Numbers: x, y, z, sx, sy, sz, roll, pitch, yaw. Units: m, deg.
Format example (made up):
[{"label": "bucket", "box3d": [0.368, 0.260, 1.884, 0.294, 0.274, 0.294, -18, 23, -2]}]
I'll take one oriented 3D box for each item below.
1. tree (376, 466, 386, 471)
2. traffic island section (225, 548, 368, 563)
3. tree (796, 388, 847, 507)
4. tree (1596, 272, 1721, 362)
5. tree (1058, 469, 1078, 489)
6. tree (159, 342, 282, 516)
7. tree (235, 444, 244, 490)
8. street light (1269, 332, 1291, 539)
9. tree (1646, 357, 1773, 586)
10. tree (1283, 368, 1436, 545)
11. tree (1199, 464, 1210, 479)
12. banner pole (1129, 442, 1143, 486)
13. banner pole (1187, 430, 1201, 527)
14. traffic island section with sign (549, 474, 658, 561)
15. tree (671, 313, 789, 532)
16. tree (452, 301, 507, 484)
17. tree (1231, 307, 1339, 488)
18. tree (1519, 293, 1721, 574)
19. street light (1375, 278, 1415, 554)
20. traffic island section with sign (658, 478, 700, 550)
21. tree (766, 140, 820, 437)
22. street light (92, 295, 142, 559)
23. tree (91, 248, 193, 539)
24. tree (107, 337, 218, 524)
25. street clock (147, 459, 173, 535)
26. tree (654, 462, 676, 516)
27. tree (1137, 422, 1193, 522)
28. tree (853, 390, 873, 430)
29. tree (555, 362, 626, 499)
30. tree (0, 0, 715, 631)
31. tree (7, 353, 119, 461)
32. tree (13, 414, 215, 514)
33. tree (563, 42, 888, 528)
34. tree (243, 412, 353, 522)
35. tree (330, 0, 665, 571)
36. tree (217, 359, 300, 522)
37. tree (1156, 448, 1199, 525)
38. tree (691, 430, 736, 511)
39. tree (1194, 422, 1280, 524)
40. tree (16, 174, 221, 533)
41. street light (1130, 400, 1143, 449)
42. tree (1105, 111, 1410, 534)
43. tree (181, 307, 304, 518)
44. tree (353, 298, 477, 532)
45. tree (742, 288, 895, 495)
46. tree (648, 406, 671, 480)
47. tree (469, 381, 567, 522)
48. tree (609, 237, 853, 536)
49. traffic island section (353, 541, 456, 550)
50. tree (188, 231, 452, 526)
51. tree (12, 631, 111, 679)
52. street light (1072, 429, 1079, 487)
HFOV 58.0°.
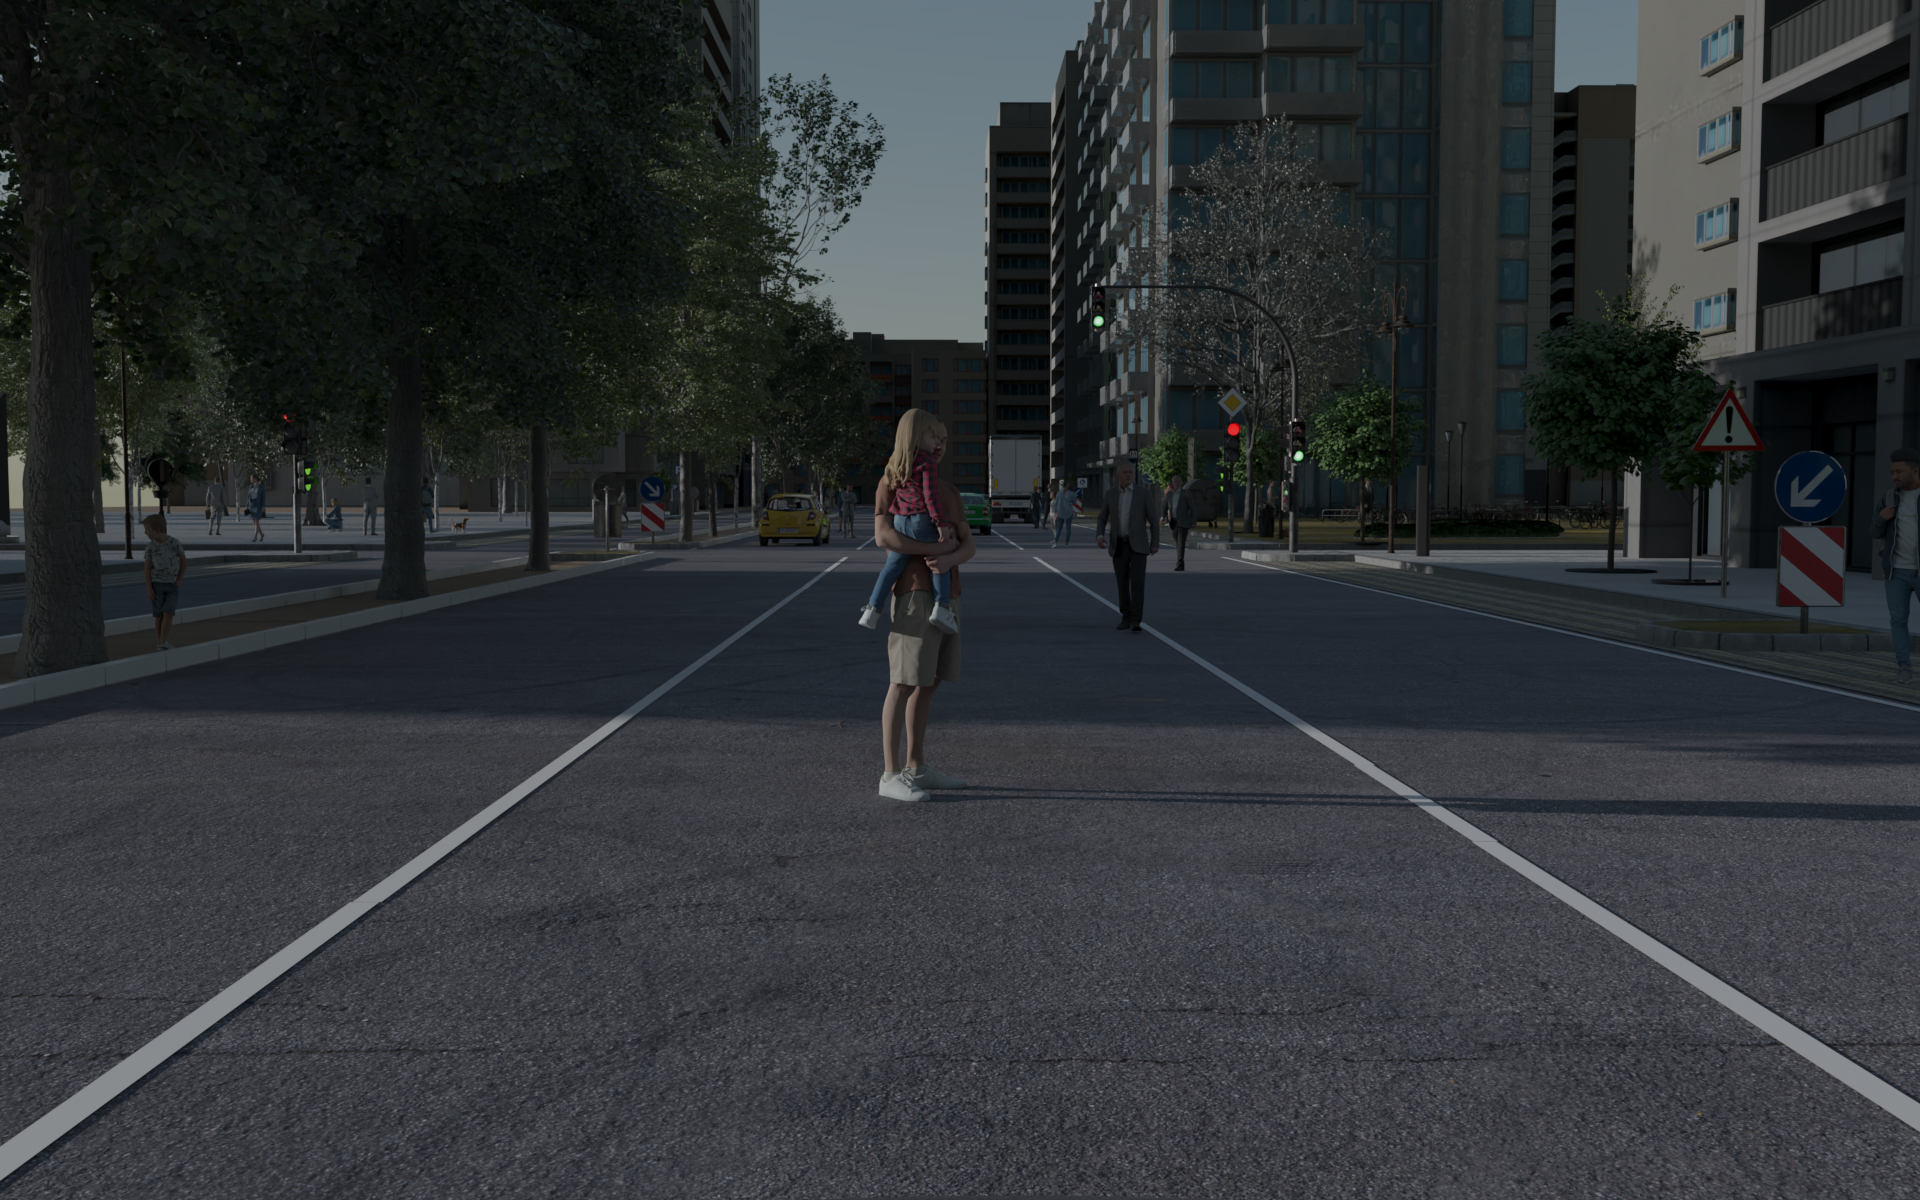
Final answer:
[{"label": "tree", "box3d": [-38.808, -10.210, 117.290, 4.360, 8.622, 3.978, 0, 3, 0]}, {"label": "traffic island section", "box3d": [-14.412, -0.941, 37.671, 2.009, 0.180, 2.903, 0, 4, -1]}, {"label": "tree", "box3d": [-8.622, -9.498, 108.116, 4.737, 8.622, 4.395, 0, 3, 0]}, {"label": "tree", "box3d": [22.762, -6.526, 57.057, 4.737, 8.622, 4.395, 0, 3, 0]}, {"label": "tree", "box3d": [8.442, -8.351, 131.145, 1.663, 3.219, 1.824, 0, 3, 0]}, {"label": "tree", "box3d": [-43.170, -10.184, 100.913, 7.601, 10.594, 8.767, 1, 4, 15]}, {"label": "tree", "box3d": [-44.479, -9.685, 108.716, 4.737, 8.622, 4.395, 0, 3, 0]}, {"label": "street light", "box3d": [9.107, -4.663, 49.025, 0.468, 5.910, 1.993, 0, 4, -1]}, {"label": "tree", "box3d": [10.347, -1.830, 24.518, 1.663, 3.219, 1.824, 0, 3, 0]}, {"label": "tree", "box3d": [10.576, -3.749, 45.009, 4.285, 4.588, 4.351, 0, 3, 0]}, {"label": "tree", "box3d": [11.844, -5.735, 88.373, 1.663, 3.219, 1.824, 0, 3, 0]}, {"label": "banner pole", "box3d": [8.533, -5.731, 83.724, 0.863, 3.779, 0.401, 1, 4, 16]}, {"label": "banner pole", "box3d": [9.088, -4.747, 67.627, 0.401, 3.779, 0.863, 3, 4, 38]}, {"label": "traffic island section with sign", "box3d": [-7.851, -1.827, 38.000, 2.006, 1.907, 1.989, 0, 4, -1]}, {"label": "tree", "box3d": [-8.432, -6.867, 65.090, 4.360, 8.622, 3.978, 0, 3, 0]}, {"label": "tree", "box3d": [-27.624, -10.535, 89.261, 9.611, 12.733, 9.660, 0, 3, 0]}, {"label": "tree", "box3d": [12.462, -7.016, 65.071, 4.360, 8.622, 3.978, 0, 3, 0]}, {"label": "tree", "box3d": [10.705, -2.732, 28.385, 4.285, 4.588, 4.351, 0, 3, 0]}, {"label": "street light", "box3d": [9.326, -3.944, 37.278, 0.468, 5.910, 1.993, 0, 4, -1]}, {"label": "traffic island section with sign", "box3d": [-7.950, -2.280, 45.407, 2.006, 1.907, 1.989, 0, 4, -1]}, {"label": "tree", "box3d": [-7.893, -7.869, 49.237, 7.486, 12.596, 7.792, 0, 3, 0]}, {"label": "street light", "box3d": [-16.361, -3.739, 33.913, 0.468, 5.910, 1.993, 0, 4, -1]}, {"label": "tree", "box3d": [-23.667, -6.037, 49.066, 4.737, 8.622, 4.395, 0, 3, 0]}, {"label": "tree", "box3d": [-35.046, -7.577, 74.252, 4.360, 8.622, 3.978, 0, 3, 0]}, {"label": "street clock", "box3d": [-16.601, -1.922, 35.995, 0.471, 2.002, 0.358, -2, 4, -30]}, {"label": "tree", "box3d": [-17.799, -6.675, 103.732, 1.663, 3.219, 1.824, 0, 3, 0]}, {"label": "tree", "box3d": [9.912, -5.854, 79.424, 4.285, 4.588, 4.351, 0, 3, 0]}, {"label": "tree", "box3d": [-8.377, -9.002, 84.052, 8.767, 10.594, 7.601, 0, 4, -1]}, {"label": "tree", "box3d": [-18.353, -8.323, 86.443, 4.737, 8.622, 4.395, 0, 3, 0]}, {"label": "tree", "box3d": [-7.580, -6.978, 23.198, 9.857, 13.997, 8.962, 0, 3, 0]}, {"label": "tree", "box3d": [-43.234, -8.045, 81.896, 4.360, 8.622, 3.978, 0, 3, 0]}, {"label": "tree", "box3d": [-55.881, -8.825, 107.195, 11.467, 7.101, 20.602, 0, 4, 8]}, {"label": "tree", "box3d": [-9.805, -13.146, 73.288, 12.611, 20.169, 13.585, 0, 3, 0]}, {"label": "tree", "box3d": [-28.698, -7.793, 77.771, 4.737, 8.622, 4.395, 0, 3, 0]}, {"label": "tree", "box3d": [-7.929, -6.826, 32.193, 7.486, 12.596, 7.792, 0, 3, 0]}, {"label": "tree", "box3d": [-33.708, -7.952, 80.382, 4.360, 8.622, 3.978, 0, 3, 0]}, {"label": "tree", "box3d": [9.073, -4.793, 72.969, 1.663, 3.219, 1.824, 0, 3, 0]}, {"label": "tree", "box3d": [-18.124, -10.895, 128.489, 4.737, 8.622, 4.395, 0, 3, 0]}, {"label": "tree", "box3d": [12.633, -5.503, 73.685, 4.285, 4.588, 4.351, 0, 3, 0]}, {"label": "tree", "box3d": [-27.876, -8.466, 56.551, 7.486, 12.596, 7.792, 0, 3, 0]}, {"label": "street light", "box3d": [8.662, -6.867, 85.059, 0.468, 5.910, 1.993, 0, 4, -1]}, {"label": "tree", "box3d": [9.484, -8.909, 56.024, 12.009, 13.543, 11.850, 0, 3, 0]}, {"label": "tree", "box3d": [-37.386, -10.175, 92.110, 9.928, 11.665, 9.643, 0, 3, 0]}, {"label": "tree", "box3d": [-17.983, -6.646, 59.026, 4.737, 8.622, 4.395, 0, 3, 0]}, {"label": "tree", "box3d": [-8.439, -10.791, 95.905, 9.611, 12.733, 9.660, 0, 3, 0]}, {"label": "tree", "box3d": [-18.536, -9.891, 112.074, 4.360, 8.622, 3.978, 0, 3, 0]}, {"label": "tree", "box3d": [-21.158, -7.944, 80.248, 4.360, 8.622, 3.978, 0, 3, 0]}, {"label": "tree", "box3d": [-8.287, -7.431, 58.360, 8.767, 10.594, 7.601, 0, 4, -1]}, {"label": "traffic island section", "box3d": [-14.529, -1.430, 45.655, 2.009, 0.180, 2.903, 0, 4, -1]}, {"label": "tree", "box3d": [-26.008, -9.331, 69.573, 9.611, 12.733, 9.660, 0, 3, 0]}, {"label": "tree", "box3d": [-7.061, -6.370, 13.266, 9.857, 13.997, 8.962, 0, 3, 0]}, {"label": "street light", "box3d": [8.054, -9.045, 120.669, 0.468, 5.910, 1.993, 0, 4, -1]}]
